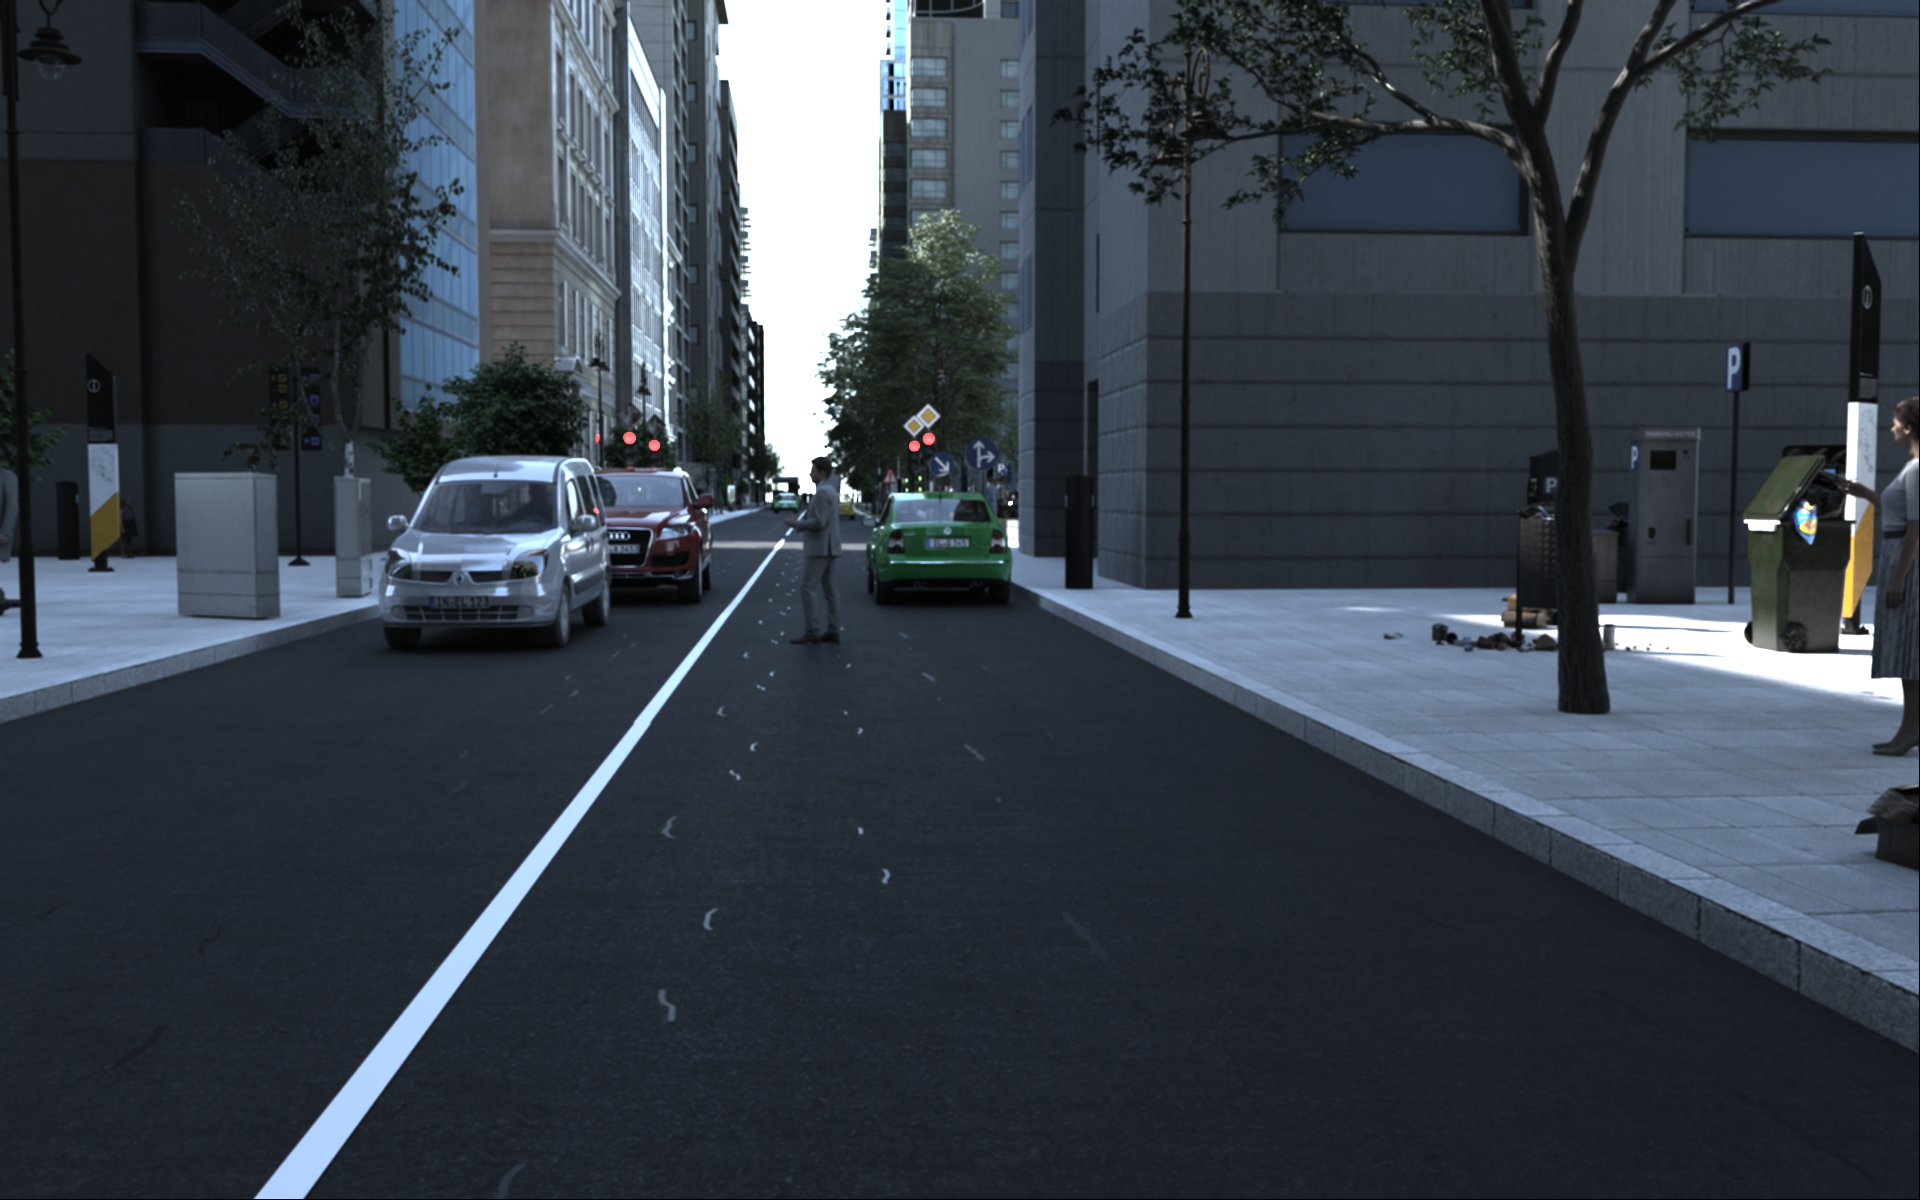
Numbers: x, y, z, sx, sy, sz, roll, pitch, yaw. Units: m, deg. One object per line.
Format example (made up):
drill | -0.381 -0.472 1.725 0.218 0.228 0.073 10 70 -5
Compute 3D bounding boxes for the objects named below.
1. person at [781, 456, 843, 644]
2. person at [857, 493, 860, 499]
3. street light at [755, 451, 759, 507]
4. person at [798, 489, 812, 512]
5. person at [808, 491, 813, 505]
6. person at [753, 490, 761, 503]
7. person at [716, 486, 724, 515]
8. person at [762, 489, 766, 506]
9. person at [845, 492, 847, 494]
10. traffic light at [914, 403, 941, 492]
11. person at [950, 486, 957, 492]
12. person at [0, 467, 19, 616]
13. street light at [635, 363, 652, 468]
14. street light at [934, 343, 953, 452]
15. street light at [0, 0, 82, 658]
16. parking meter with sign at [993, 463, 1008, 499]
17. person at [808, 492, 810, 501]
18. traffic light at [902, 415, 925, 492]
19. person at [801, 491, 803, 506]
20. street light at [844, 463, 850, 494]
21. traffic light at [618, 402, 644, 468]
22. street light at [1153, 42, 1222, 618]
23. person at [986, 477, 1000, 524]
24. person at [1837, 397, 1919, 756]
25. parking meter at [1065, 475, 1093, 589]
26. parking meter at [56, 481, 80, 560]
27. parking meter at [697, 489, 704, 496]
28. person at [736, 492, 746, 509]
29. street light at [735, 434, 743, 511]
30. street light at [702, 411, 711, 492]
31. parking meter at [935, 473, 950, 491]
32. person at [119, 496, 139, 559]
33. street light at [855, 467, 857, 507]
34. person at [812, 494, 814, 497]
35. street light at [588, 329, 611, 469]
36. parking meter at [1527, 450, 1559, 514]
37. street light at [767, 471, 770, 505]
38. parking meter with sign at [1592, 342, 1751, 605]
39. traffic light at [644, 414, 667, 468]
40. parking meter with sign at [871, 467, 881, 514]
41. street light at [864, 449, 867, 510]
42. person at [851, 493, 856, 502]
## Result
person | -1.416 -0.491 16.735 0.583 1.804 0.606 0 4 4
person | -15.884 -16.112 270.413 0.756 1.711 0.436 2 4 29
street light | -20.371 -12.309 174.040 0.468 5.910 1.993 0 4 -5
person | -12.520 -8.062 140.334 1.348 1.822 0.705 -1 4 -11
person | -14.148 -9.480 163.951 0.683 1.767 0.568 0 4 2
person | -27.850 -14.150 237.364 1.348 1.831 0.705 1 4 20
person | -14.965 -6.208 107.797 0.529 1.795 0.600 1 4 22
person | -21.837 -11.451 193.343 0.705 1.814 1.350 0 4 5
person | -18.620 -16.928 283.757 0.756 1.711 0.436 1 4 11
traffic light | -1.002 -3.959 53.657 0.839 4.253 0.868 0 4 -5
person | -0.435 -6.566 113.495 0.679 1.850 0.850 -1 4 -19
person | -10.107 -0.723 17.962 0.694 1.812 0.767 1 4 18
street light | -11.121 -5.400 61.072 0.468 5.910 1.993 0 4 -5
street light | -0.511 -4.926 53.332 0.468 5.910 1.993 0 4 -5
street light | -7.307 -2.485 13.423 0.468 5.910 1.993 0 4 -5
parking meter with sign | 2.186 -6.308 99.397 0.543 3.016 1.738 -1 4 -11
person | -25.655 -17.477 294.959 1.217 1.736 0.721 -3 5 -43
traffic light | -1.653 -4.446 61.616 0.839 4.253 0.868 0 4 -5
person | -18.182 -11.692 199.534 0.709 1.838 0.599 -3 4 -38
street light | -14.538 -15.374 224.154 0.468 5.910 1.993 0 4 -5
traffic light | -10.032 -3.913 52.905 0.839 4.253 0.868 0 4 -5
street light | 2.324 -2.753 17.805 0.468 5.910 1.993 0 4 -5
person | 1.010 -2.912 53.675 0.581 1.822 0.654 -3 4 -38
person | 4.608 -0.120 8.578 0.524 1.755 0.480 2 4 31
parking meter | 1.617 -0.922 23.480 0.372 1.533 0.369 0 3 0
parking meter | -17.434 -1.556 33.852 0.372 1.533 0.369 0 3 0
parking meter | -13.061 -4.819 87.198 0.372 1.533 0.369 0 3 0
person | -18.441 -8.354 145.857 0.991 1.433 0.599 -3 5 -41
street light | -17.503 -10.101 137.943 0.468 5.910 1.993 0 4 -5
street light | -14.063 -7.554 96.294 0.468 5.910 1.993 0 4 -5
parking meter | -0.481 -2.555 47.481 0.255 1.863 0.399 2 4 34
person | -16.566 -1.456 34.518 0.373 1.253 0.362 2 4 34
street light | -10.587 -12.467 176.624 0.468 5.910 1.993 0 4 -5
person | -13.621 -9.431 163.242 0.990 1.755 0.434 -2 4 -32
street light | -10.102 -4.640 48.656 0.468 5.910 1.993 0 4 -5
parking meter | 7.669 -1.039 22.707 0.399 1.863 0.255 -1 4 -10
street light | -24.236 -15.140 220.331 0.468 5.910 1.993 0 4 -5
parking meter with sign | 8.210 -1.468 20.263 1.738 3.016 0.543 0 4 5
traffic light | -10.683 -4.400 60.863 0.839 4.253 0.868 0 4 -5
parking meter with sign | -5.301 -7.056 111.620 0.543 3.016 1.738 1 4 12
street light | -7.642 -10.313 141.403 0.468 5.910 1.993 0 4 -5
person | -15.968 -15.486 259.369 0.705 1.807 1.348 2 4 30
